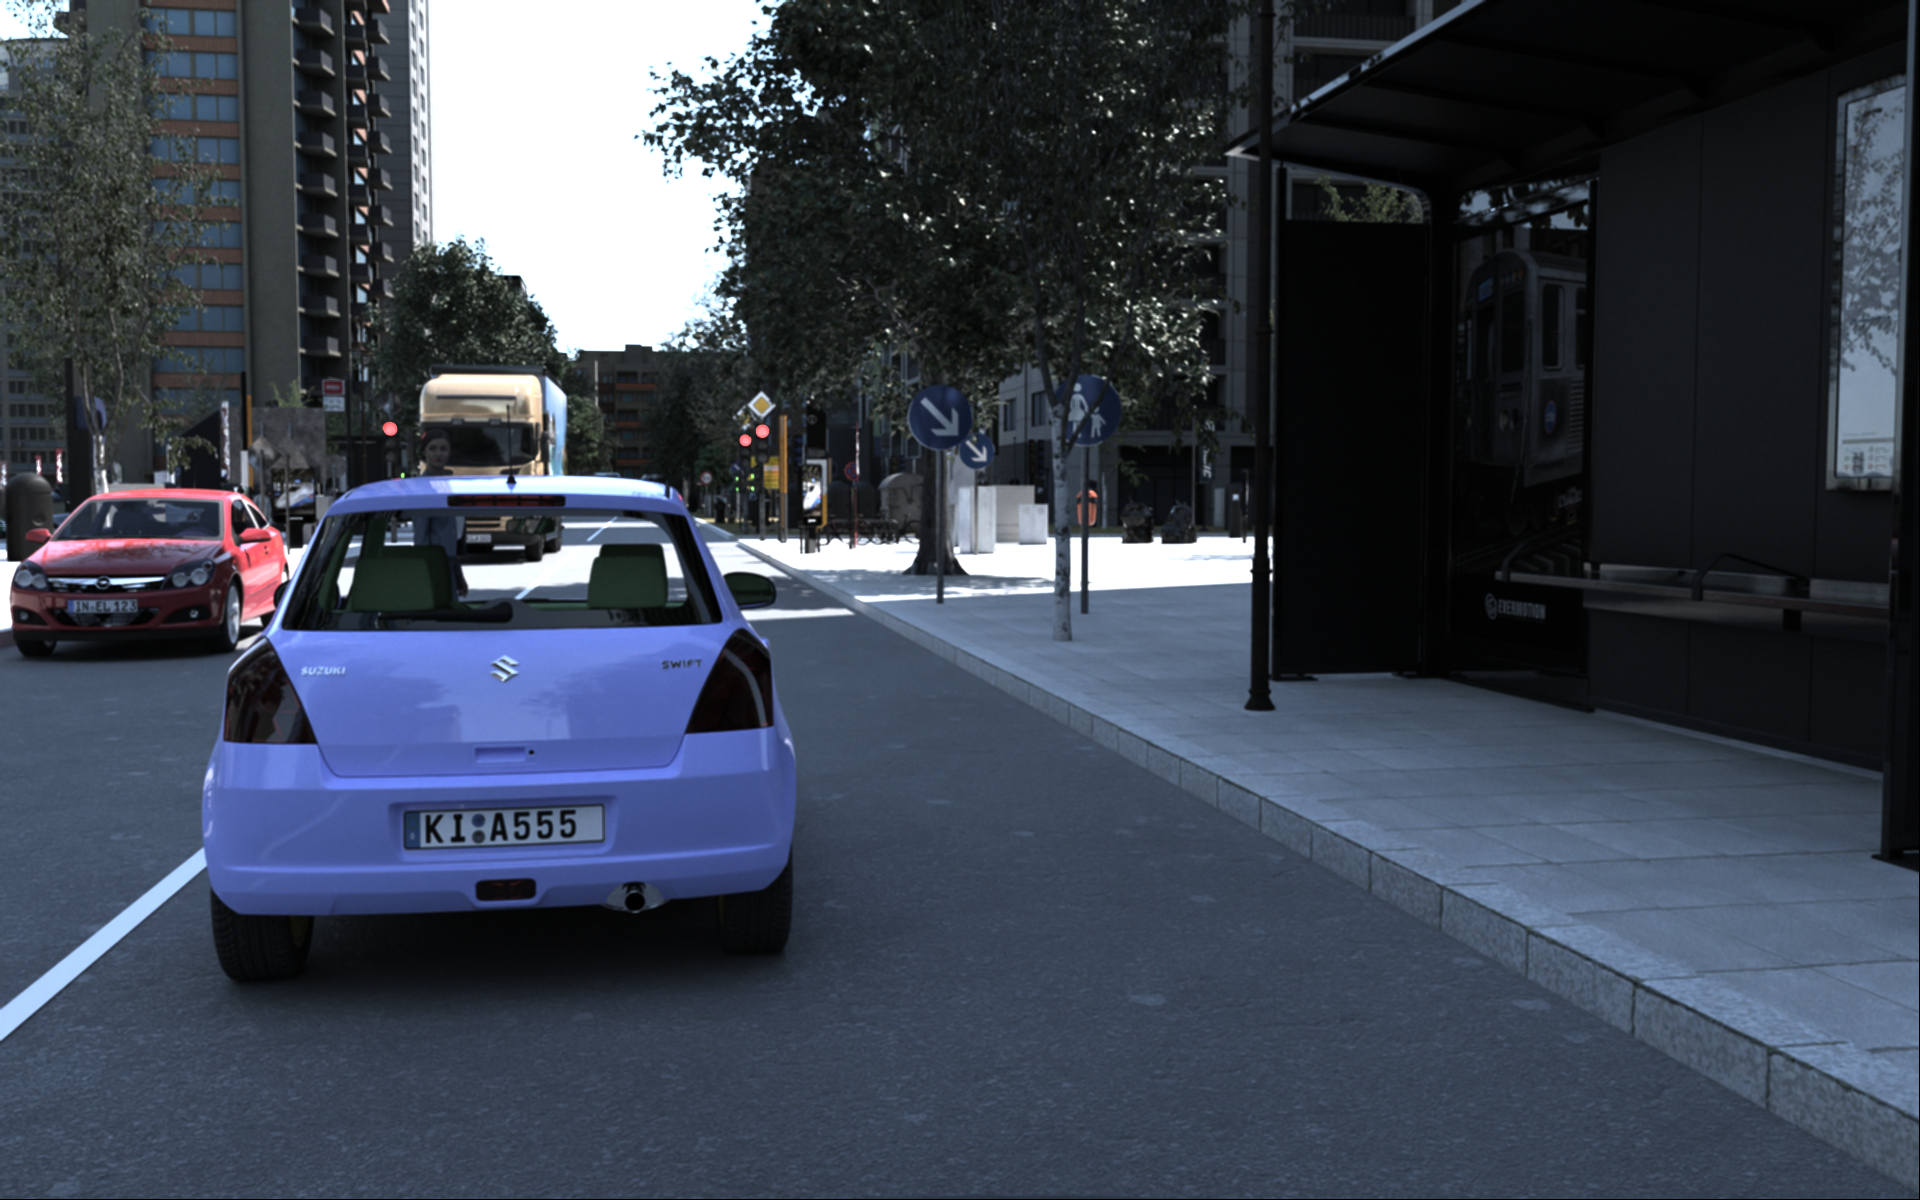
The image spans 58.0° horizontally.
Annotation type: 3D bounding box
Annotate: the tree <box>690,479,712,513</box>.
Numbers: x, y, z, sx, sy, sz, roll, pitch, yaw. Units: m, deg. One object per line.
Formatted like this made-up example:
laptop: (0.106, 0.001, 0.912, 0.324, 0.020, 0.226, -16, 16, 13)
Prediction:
tree: (-17.611, -7.663, 119.886, 1.663, 3.219, 1.824, 0, 3, 0)

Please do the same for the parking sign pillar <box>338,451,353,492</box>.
parking sign pillar: (-35.094, -6.769, 99.140, 1.447, 3.967, 1.447, 3, 5, 40)

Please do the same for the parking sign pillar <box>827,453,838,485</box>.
parking sign pillar: (-7.585, -6.898, 101.257, 1.447, 3.967, 1.447, 1, 4, 20)

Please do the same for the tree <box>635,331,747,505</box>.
tree: (-30.925, -20.987, 199.032, 12.611, 20.169, 13.585, 0, 3, 0)

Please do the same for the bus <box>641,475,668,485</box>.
bus: (-30.204, -10.751, 170.633, 2.948, 3.499, 13.247, -1, 4, -11)

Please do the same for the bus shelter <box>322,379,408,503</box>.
bus shelter: (-21.660, -5.242, 63.345, 2.179, 5.291, 8.768, -1, 4, -10)

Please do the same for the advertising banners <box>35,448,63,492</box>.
advertising banners: (-34.160, -4.207, 64.969, 0.090, 3.025, 2.074, 0, 4, 1)

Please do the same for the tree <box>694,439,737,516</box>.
tree: (-14.368, -7.318, 103.361, 4.285, 4.588, 4.351, 0, 3, 0)

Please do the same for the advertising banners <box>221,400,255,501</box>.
advertising banners: (-13.347, -2.191, 32.008, 0.090, 3.025, 2.074, -3, 4, -36)

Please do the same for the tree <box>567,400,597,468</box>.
tree: (-30.868, -11.970, 130.114, 7.601, 10.594, 8.767, -2, 4, -27)

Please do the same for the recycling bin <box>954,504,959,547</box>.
recycling bin: (0.136, -1.820, 42.310, 0.722, 1.027, 0.722, 2, 4, 25)

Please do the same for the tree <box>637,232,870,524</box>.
tree: (-8.391, -9.986, 73.636, 12.009, 13.543, 11.850, 0, 3, 0)

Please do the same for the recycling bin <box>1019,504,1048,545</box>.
recycling bin: (1.862, -1.914, 43.853, 0.722, 1.027, 0.722, 0, 4, 3)

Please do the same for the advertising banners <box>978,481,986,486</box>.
advertising banners: (1.670, -4.986, 77.716, 2.074, 3.025, 0.090, 0, 4, -4)

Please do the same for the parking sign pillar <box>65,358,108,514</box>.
parking sign pillar: (-17.589, -2.842, 34.935, 1.447, 3.967, 1.447, -1, 4, -12)

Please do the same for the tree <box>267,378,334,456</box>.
tree: (-42.337, -9.704, 109.031, 4.737, 8.622, 4.395, 0, 3, 0)

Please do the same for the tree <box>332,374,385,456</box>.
tree: (-35.512, -9.358, 103.370, 4.360, 8.622, 3.978, 0, 3, 0)

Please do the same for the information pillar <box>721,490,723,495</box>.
information pillar: (-17.662, -8.365, 128.123, 0.183, 3.616, 0.504, 1, 4, 20)

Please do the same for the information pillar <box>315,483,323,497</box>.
information pillar: (-25.029, -3.859, 67.594, 0.304, 2.012, 0.304, 1, 4, 18)

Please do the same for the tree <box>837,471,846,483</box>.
tree: (-9.130, -8.066, 126.477, 1.663, 3.219, 1.824, 0, 3, 0)

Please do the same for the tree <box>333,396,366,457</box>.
tree: (-43.623, -10.529, 122.508, 4.737, 8.622, 4.395, 0, 3, 0)

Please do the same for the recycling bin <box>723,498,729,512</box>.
recycling bin: (-17.410, -7.014, 127.236, 0.722, 1.027, 0.722, 0, 4, 4)

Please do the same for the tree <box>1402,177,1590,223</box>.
tree: (10.098, -4.968, 31.591, 4.360, 8.622, 3.978, 0, 3, 0)

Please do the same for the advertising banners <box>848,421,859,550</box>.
advertising banners: (-2.481, -2.725, 40.748, 0.090, 3.025, 2.074, 0, 4, 2)

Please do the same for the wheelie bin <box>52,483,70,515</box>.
wheelie bin: (-26.694, -2.678, 51.691, 0.693, 1.594, 0.980, 1, 4, 20)

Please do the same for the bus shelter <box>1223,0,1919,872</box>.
bus shelter: (3.175, -1.081, 8.955, 1.731, 3.624, 6.357, -1, 4, -10)

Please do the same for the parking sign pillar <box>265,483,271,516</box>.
parking sign pillar: (-41.387, -6.982, 102.634, 1.447, 3.967, 1.447, 3, 4, 37)

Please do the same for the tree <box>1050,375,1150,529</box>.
tree: (5.306, -6.903, 63.224, 4.737, 8.622, 4.395, 0, 3, 0)

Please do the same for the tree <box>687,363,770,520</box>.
tree: (-11.366, -8.366, 87.150, 4.360, 8.622, 3.978, 0, 3, 0)

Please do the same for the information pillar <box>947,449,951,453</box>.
information pillar: (-0.469, -4.829, 70.305, 0.183, 3.616, 0.504, -3, 4, -38)

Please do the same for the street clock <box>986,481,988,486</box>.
street clock: (1.393, -5.569, 95.628, 0.358, 2.002, 0.471, 1, 4, 11)

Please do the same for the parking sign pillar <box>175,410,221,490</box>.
parking sign pillar: (-24.207, -4.070, 55.024, 1.447, 3.967, 1.447, 3, 5, 41)

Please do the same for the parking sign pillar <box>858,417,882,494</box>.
parking sign pillar: (-3.081, -4.298, 58.746, 1.447, 3.967, 1.447, -1, 4, -22)

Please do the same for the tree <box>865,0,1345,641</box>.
tree: (0.933, -3.934, 14.681, 4.360, 8.622, 3.978, 0, 3, 0)

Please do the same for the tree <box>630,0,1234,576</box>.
tree: (-0.311, -6.741, 27.218, 9.611, 12.733, 9.660, 0, 3, 0)

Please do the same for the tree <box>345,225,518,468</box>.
tree: (-21.538, -9.619, 74.284, 9.611, 12.733, 9.660, 0, 3, 0)

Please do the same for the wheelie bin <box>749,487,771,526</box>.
wheelie bin: (-8.046, -3.764, 69.452, 0.693, 1.594, 0.980, 2, 4, 32)

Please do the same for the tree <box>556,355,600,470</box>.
tree: (-29.339, -11.821, 119.030, 9.928, 11.665, 9.643, 0, 3, 0)

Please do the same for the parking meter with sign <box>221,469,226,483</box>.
parking meter with sign: (-52.585, -7.729, 122.631, 1.738, 3.016, 0.543, 2, 4, 34)

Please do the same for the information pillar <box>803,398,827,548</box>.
information pillar: (-3.443, -3.062, 41.421, 0.504, 3.616, 0.183, 0, 4, -2)

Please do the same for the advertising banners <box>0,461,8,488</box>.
advertising banners: (-50.114, -5.724, 89.779, 2.074, 3.025, 0.090, 1, 4, 16)

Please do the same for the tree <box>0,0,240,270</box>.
tree: (-11.140, -4.390, 22.137, 4.360, 8.622, 3.978, 0, 3, 0)

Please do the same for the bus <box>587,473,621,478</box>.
bus: (-29.958, -9.242, 145.959, 2.948, 3.499, 13.247, -1, 4, -9)

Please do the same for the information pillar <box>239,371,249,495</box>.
information pillar: (-13.736, -2.563, 33.257, 0.183, 3.616, 0.504, -2, 4, -28)

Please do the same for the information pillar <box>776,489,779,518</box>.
information pillar: (-9.683, -5.418, 93.069, 0.304, 2.012, 0.304, 3, 5, 41)

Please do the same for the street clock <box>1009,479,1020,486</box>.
street clock: (2.531, -4.659, 80.743, 0.471, 2.002, 0.358, -1, 4, -11)

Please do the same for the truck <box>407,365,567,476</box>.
truck: (-10.618, -3.123, 39.968, 2.839, 4.237, 11.283, -1, 4, -10)

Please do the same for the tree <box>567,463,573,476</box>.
tree: (-32.604, -9.454, 138.283, 4.285, 4.588, 4.351, 0, 3, 0)

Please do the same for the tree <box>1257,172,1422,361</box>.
tree: (8.462, -5.324, 37.407, 4.737, 8.622, 4.395, 0, 3, 0)
